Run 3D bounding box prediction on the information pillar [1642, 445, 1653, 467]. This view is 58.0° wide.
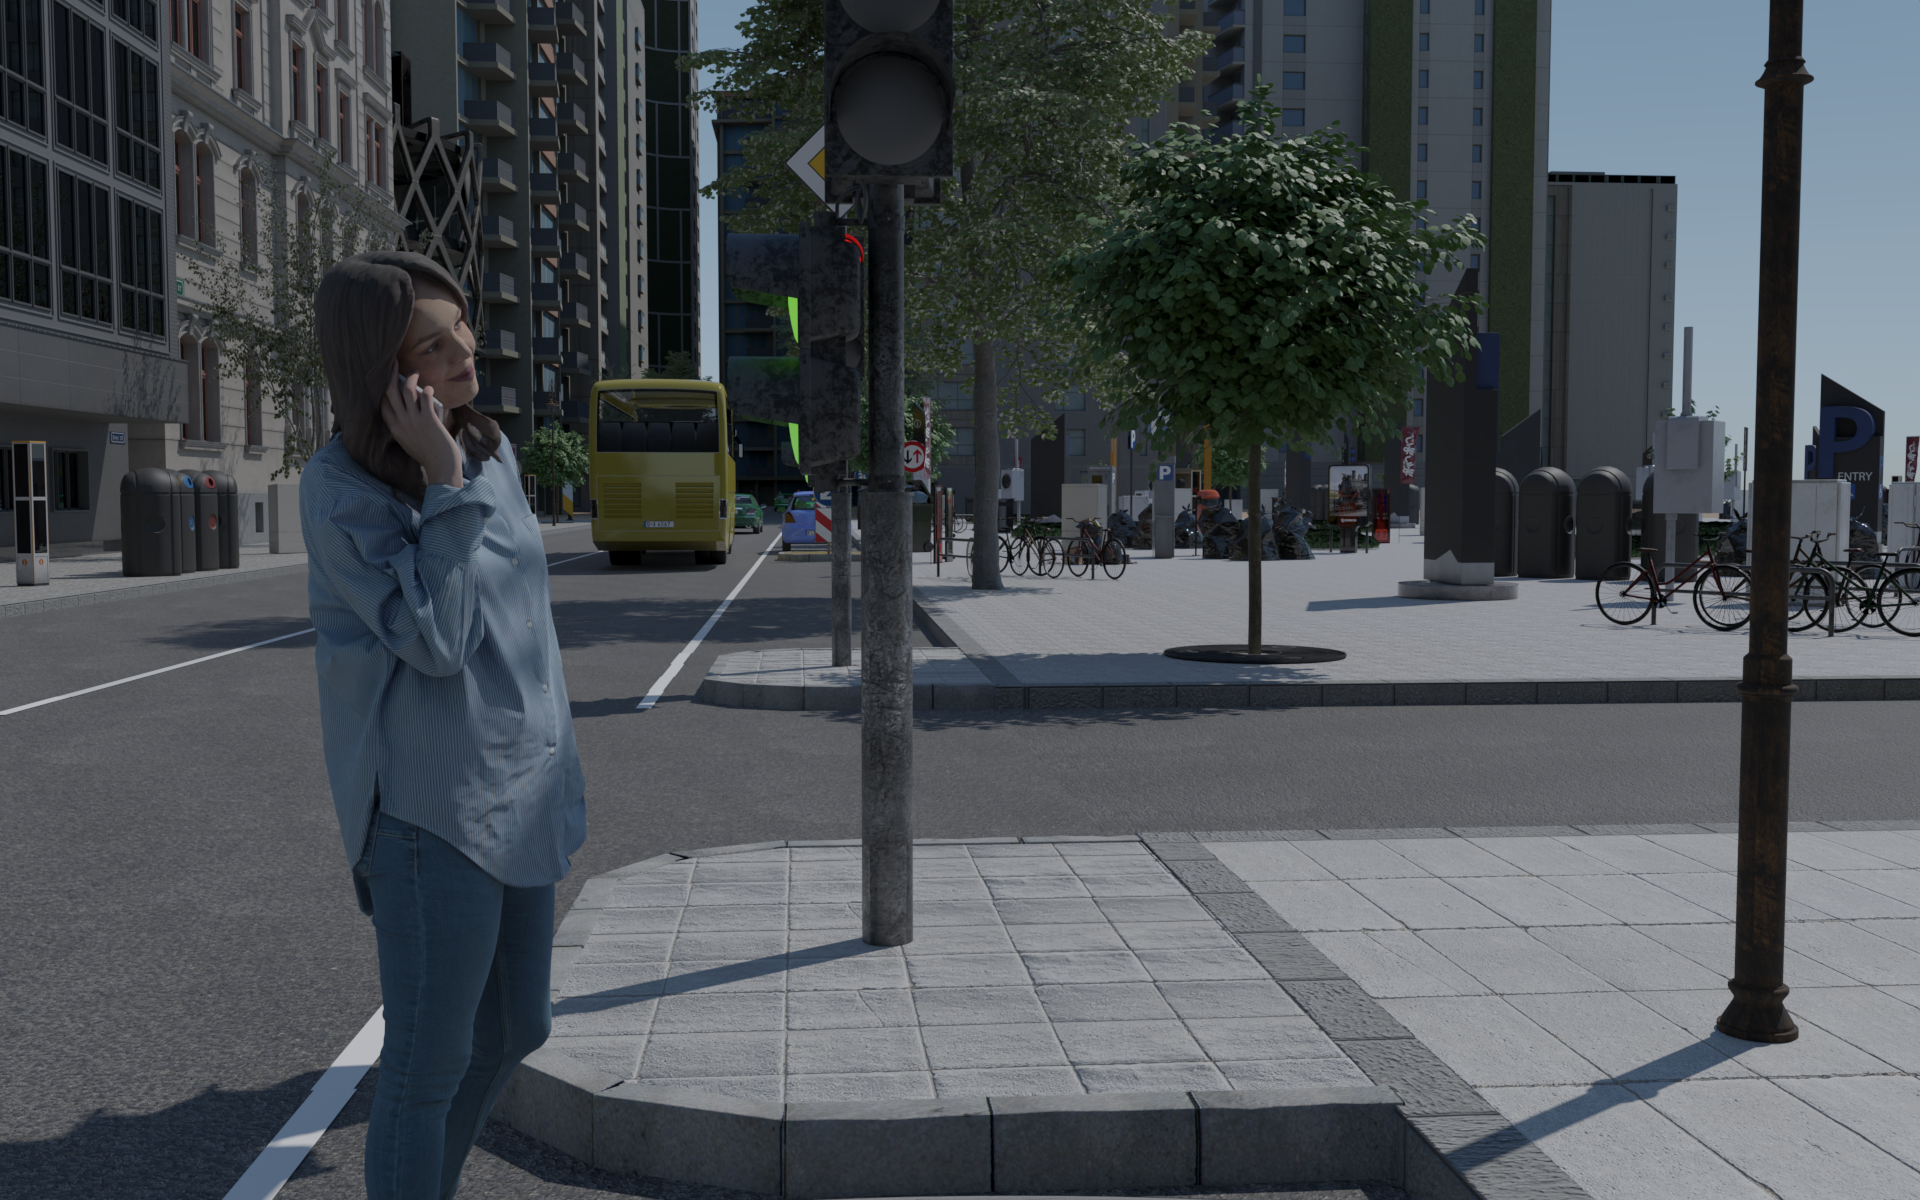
[{"bbox_3d":[32.508,-5.536,81.872,0.504,3.616,0.183,3,4,38],"label":"information pillar"}]

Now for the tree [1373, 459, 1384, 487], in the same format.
[{"bbox_3d":[20.690,-5.343,81.953,1.663,3.219,1.824,0,3,0],"label":"tree"}]

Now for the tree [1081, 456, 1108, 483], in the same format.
[{"bbox_3d":[7.166,-5.754,88.676,1.663,3.219,1.824,0,3,0],"label":"tree"}]

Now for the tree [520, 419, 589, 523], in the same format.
[{"bbox_3d":[-17.691,-5.654,76.151,4.285,4.588,4.351,0,3,0],"label":"tree"}]

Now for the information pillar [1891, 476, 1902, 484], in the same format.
[{"bbox_3d":[37.241,-3.939,68.892,0.304,2.012,0.304,-3,4,-39],"label":"information pillar"}]

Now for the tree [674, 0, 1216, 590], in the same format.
[{"bbox_3d":[0.011,-6.402,22.801,7.486,12.596,7.792,0,3,0],"label":"tree"}]

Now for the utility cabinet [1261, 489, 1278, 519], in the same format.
[{"bbox_3d":[14.121,-4.376,80.225,1.173,1.500,0.318,0,4,-5],"label":"utility cabinet"}]

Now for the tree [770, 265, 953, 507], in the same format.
[{"bbox_3d":[-5.241,-11.278,91.047,9.857,13.997,8.962,0,3,0],"label":"tree"}]

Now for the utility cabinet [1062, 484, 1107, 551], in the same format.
[{"bbox_3d":[2.705,-1.767,37.571,0.318,1.500,1.173,-3,4,-37],"label":"utility cabinet"}]

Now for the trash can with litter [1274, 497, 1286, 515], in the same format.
[{"bbox_3d":[12.947,-3.477,68.236,1.055,1.170,0.624,-2,4,-28],"label":"trash can with litter"}]

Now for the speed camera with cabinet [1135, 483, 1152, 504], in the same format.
[{"bbox_3d":[9.518,-5.670,87.034,0.660,3.252,2.038,-2,4,-24],"label":"speed camera with cabinet"}]

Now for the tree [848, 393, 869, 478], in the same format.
[{"bbox_3d":[-1.752,-3.956,48.389,4.285,4.588,4.351,0,3,0],"label":"tree"}]

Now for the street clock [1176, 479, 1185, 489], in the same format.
[{"bbox_3d":[10.660,-4.842,83.732,0.358,2.002,0.471,-1,4,-23],"label":"street clock"}]

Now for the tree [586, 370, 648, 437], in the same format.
[{"bbox_3d":[-19.725,-9.271,101.945,4.737,8.622,4.395,0,3,0],"label":"tree"}]

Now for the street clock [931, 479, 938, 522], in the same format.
[{"bbox_3d":[-1.152,-4.087,71.390,0.358,2.002,0.471,-3,5,-42],"label":"street clock"}]

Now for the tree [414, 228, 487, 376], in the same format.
[{"bbox_3d":[-14.421,-5.773,44.756,4.360,8.622,3.978,0,3,0],"label":"tree"}]

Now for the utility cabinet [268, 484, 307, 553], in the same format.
[{"bbox_3d":[-14.386,-1.761,37.468,0.318,1.500,1.173,2,4,28],"label":"utility cabinet"}]

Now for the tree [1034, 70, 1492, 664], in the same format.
[{"bbox_3d":[2.294,-1.833,13.688,4.285,4.588,4.351,0,3,0],"label":"tree"}]

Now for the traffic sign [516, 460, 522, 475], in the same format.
[{"bbox_3d":[-16.136,-3.802,62.265,0.768,2.556,0.104,0,4,3],"label":"traffic sign"}]

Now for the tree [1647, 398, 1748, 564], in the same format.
[{"bbox_3d":[13.252,-2.274,31.786,1.663,3.219,1.824,0,3,0],"label":"tree"}]

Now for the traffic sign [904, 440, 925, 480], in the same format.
[{"bbox_3d":[-1.126,-2.517,41.264,0.768,2.556,0.104,0,4,3],"label":"traffic sign"}]

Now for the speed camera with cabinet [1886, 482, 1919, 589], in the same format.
[{"bbox_3d":[13.749,-1.785,23.517,2.038,3.252,0.660,0,4,-6],"label":"speed camera with cabinet"}]

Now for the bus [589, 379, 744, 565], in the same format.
[{"bbox_3d":[-6.265,-2.842,38.018,2.896,3.916,12.252,0,4,-7],"label":"bus"}]

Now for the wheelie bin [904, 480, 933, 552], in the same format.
[{"bbox_3d":[-0.983,-1.853,38.206,0.693,1.594,0.980,-2,4,-32],"label":"wheelie bin"}]

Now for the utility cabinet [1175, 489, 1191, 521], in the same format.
[{"bbox_3d":[9.088,-3.845,71.551,1.173,1.500,0.318,-2,4,-33],"label":"utility cabinet"}]

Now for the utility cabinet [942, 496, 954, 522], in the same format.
[{"bbox_3d":[-0.653,-3.805,73.372,0.306,1.237,1.020,-2,4,-31],"label":"utility cabinet"}]

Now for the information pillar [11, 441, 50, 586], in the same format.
[{"bbox_3d":[-12.958,-1.203,24.156,0.304,2.012,0.304,1,4,14],"label":"information pillar"}]

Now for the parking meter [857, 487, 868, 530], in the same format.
[{"bbox_3d":[-3.518,-3.311,62.550,0.372,1.533,0.369,0,3,0],"label":"parking meter"}]

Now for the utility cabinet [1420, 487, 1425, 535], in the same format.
[{"bbox_3d":[14.444,-2.762,53.832,0.318,1.500,1.173,1,4,14],"label":"utility cabinet"}]

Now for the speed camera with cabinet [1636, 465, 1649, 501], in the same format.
[{"bbox_3d":[22.915,-3.767,55.929,2.038,3.252,0.660,-1,4,-9],"label":"speed camera with cabinet"}]

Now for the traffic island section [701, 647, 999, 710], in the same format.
[{"bbox_3d":[-0.861,0.571,12.939,2.009,0.180,2.903,0,4,-5],"label":"traffic island section"}]

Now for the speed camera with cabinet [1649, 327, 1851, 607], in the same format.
[{"bbox_3d":[9.269,-1.588,20.293,2.038,3.252,0.660,3,4,37],"label":"speed camera with cabinet"}]

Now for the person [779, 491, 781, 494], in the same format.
[{"bbox_3d":[-16.813,-9.334,162.053,0.756,1.711,0.436,-2,4,-28],"label":"person"}]

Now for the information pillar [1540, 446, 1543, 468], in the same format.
[{"bbox_3d":[28.517,-5.729,85.031,0.183,3.616,0.504,1,4,14],"label":"information pillar"}]

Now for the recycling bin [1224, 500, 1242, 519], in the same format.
[{"bbox_3d":[12.408,-4.042,78.644,0.722,1.027,0.722,0,4,1],"label":"recycling bin"}]

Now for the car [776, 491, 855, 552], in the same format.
[{"bbox_3d":[-3.541,-2.018,42.587,1.945,1.707,3.694,0,4,-6],"label":"car"}]

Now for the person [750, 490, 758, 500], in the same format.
[{"bbox_3d":[-19.254,-9.276,160.190,1.348,1.821,0.705,2,4,24],"label":"person"}]

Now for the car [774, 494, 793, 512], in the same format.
[{"bbox_3d":[-14.338,-8.173,142.426,1.959,1.807,4.718,0,4,-4],"label":"car"}]

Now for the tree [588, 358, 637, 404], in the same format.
[{"bbox_3d":[-18.238,-8.804,94.315,4.360,8.622,3.978,0,3,0],"label":"tree"}]

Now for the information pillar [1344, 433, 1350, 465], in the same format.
[{"bbox_3d":[14.249,-4.433,63.832,0.183,3.616,0.504,0,4,-6],"label":"information pillar"}]

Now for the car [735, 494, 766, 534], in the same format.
[{"bbox_3d":[-8.187,-3.160,63.459,2.131,1.459,4.920,0,4,-4],"label":"car"}]

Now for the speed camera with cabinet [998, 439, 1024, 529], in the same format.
[{"bbox_3d":[1.483,-4.186,62.777,0.660,3.252,2.038,-2,4,-35],"label":"speed camera with cabinet"}]

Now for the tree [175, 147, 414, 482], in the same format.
[{"bbox_3d":[-13.774,-5.241,36.047,4.360,8.622,3.978,0,3,0],"label":"tree"}]

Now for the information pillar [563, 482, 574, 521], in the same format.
[{"bbox_3d":[-18.915,-5.638,83.533,0.504,3.616,0.183,-2,4,-29],"label":"information pillar"}]

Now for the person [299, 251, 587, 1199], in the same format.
[{"bbox_3d":[-0.845,0.365,2.795,0.793,1.790,0.793,-1,4,-23],"label":"person"}]

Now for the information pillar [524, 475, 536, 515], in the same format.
[{"bbox_3d":[-16.528,-3.800,66.623,0.304,2.012,0.304,3,5,44],"label":"information pillar"}]

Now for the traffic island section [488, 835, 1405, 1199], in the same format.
[{"bbox_3d":[-0.186,1.058,4.982,2.009,0.180,2.903,0,4,-5],"label":"traffic island section"}]

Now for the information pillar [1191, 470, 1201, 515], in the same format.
[{"bbox_3d":[7.276,-2.993,53.431,0.304,2.012,0.304,0,4,7],"label":"information pillar"}]

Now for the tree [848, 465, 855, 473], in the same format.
[{"bbox_3d":[-8.220,-10.595,123.584,4.360,8.622,3.978,0,3,0],"label":"tree"}]

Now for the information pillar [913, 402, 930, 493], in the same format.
[{"bbox_3d":[-0.979,-3.208,43.798,0.504,3.616,0.183,2,4,33],"label":"information pillar"}]

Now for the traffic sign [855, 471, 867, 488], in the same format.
[{"bbox_3d":[-4.820,-5.225,85.532,0.768,2.556,0.104,0,4,0],"label":"traffic sign"}]

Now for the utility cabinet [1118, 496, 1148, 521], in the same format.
[{"bbox_3d":[5.724,-2.819,57.250,1.020,1.237,0.306,-2,4,-31],"label":"utility cabinet"}]

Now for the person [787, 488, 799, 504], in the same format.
[{"bbox_3d":[-8.384,-4.929,89.766,1.217,1.739,0.721,-1,4,-22],"label":"person"}]

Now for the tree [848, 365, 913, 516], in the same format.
[{"bbox_3d":[-3.989,-8.001,81.178,4.737,8.622,4.395,0,3,0],"label":"tree"}]
